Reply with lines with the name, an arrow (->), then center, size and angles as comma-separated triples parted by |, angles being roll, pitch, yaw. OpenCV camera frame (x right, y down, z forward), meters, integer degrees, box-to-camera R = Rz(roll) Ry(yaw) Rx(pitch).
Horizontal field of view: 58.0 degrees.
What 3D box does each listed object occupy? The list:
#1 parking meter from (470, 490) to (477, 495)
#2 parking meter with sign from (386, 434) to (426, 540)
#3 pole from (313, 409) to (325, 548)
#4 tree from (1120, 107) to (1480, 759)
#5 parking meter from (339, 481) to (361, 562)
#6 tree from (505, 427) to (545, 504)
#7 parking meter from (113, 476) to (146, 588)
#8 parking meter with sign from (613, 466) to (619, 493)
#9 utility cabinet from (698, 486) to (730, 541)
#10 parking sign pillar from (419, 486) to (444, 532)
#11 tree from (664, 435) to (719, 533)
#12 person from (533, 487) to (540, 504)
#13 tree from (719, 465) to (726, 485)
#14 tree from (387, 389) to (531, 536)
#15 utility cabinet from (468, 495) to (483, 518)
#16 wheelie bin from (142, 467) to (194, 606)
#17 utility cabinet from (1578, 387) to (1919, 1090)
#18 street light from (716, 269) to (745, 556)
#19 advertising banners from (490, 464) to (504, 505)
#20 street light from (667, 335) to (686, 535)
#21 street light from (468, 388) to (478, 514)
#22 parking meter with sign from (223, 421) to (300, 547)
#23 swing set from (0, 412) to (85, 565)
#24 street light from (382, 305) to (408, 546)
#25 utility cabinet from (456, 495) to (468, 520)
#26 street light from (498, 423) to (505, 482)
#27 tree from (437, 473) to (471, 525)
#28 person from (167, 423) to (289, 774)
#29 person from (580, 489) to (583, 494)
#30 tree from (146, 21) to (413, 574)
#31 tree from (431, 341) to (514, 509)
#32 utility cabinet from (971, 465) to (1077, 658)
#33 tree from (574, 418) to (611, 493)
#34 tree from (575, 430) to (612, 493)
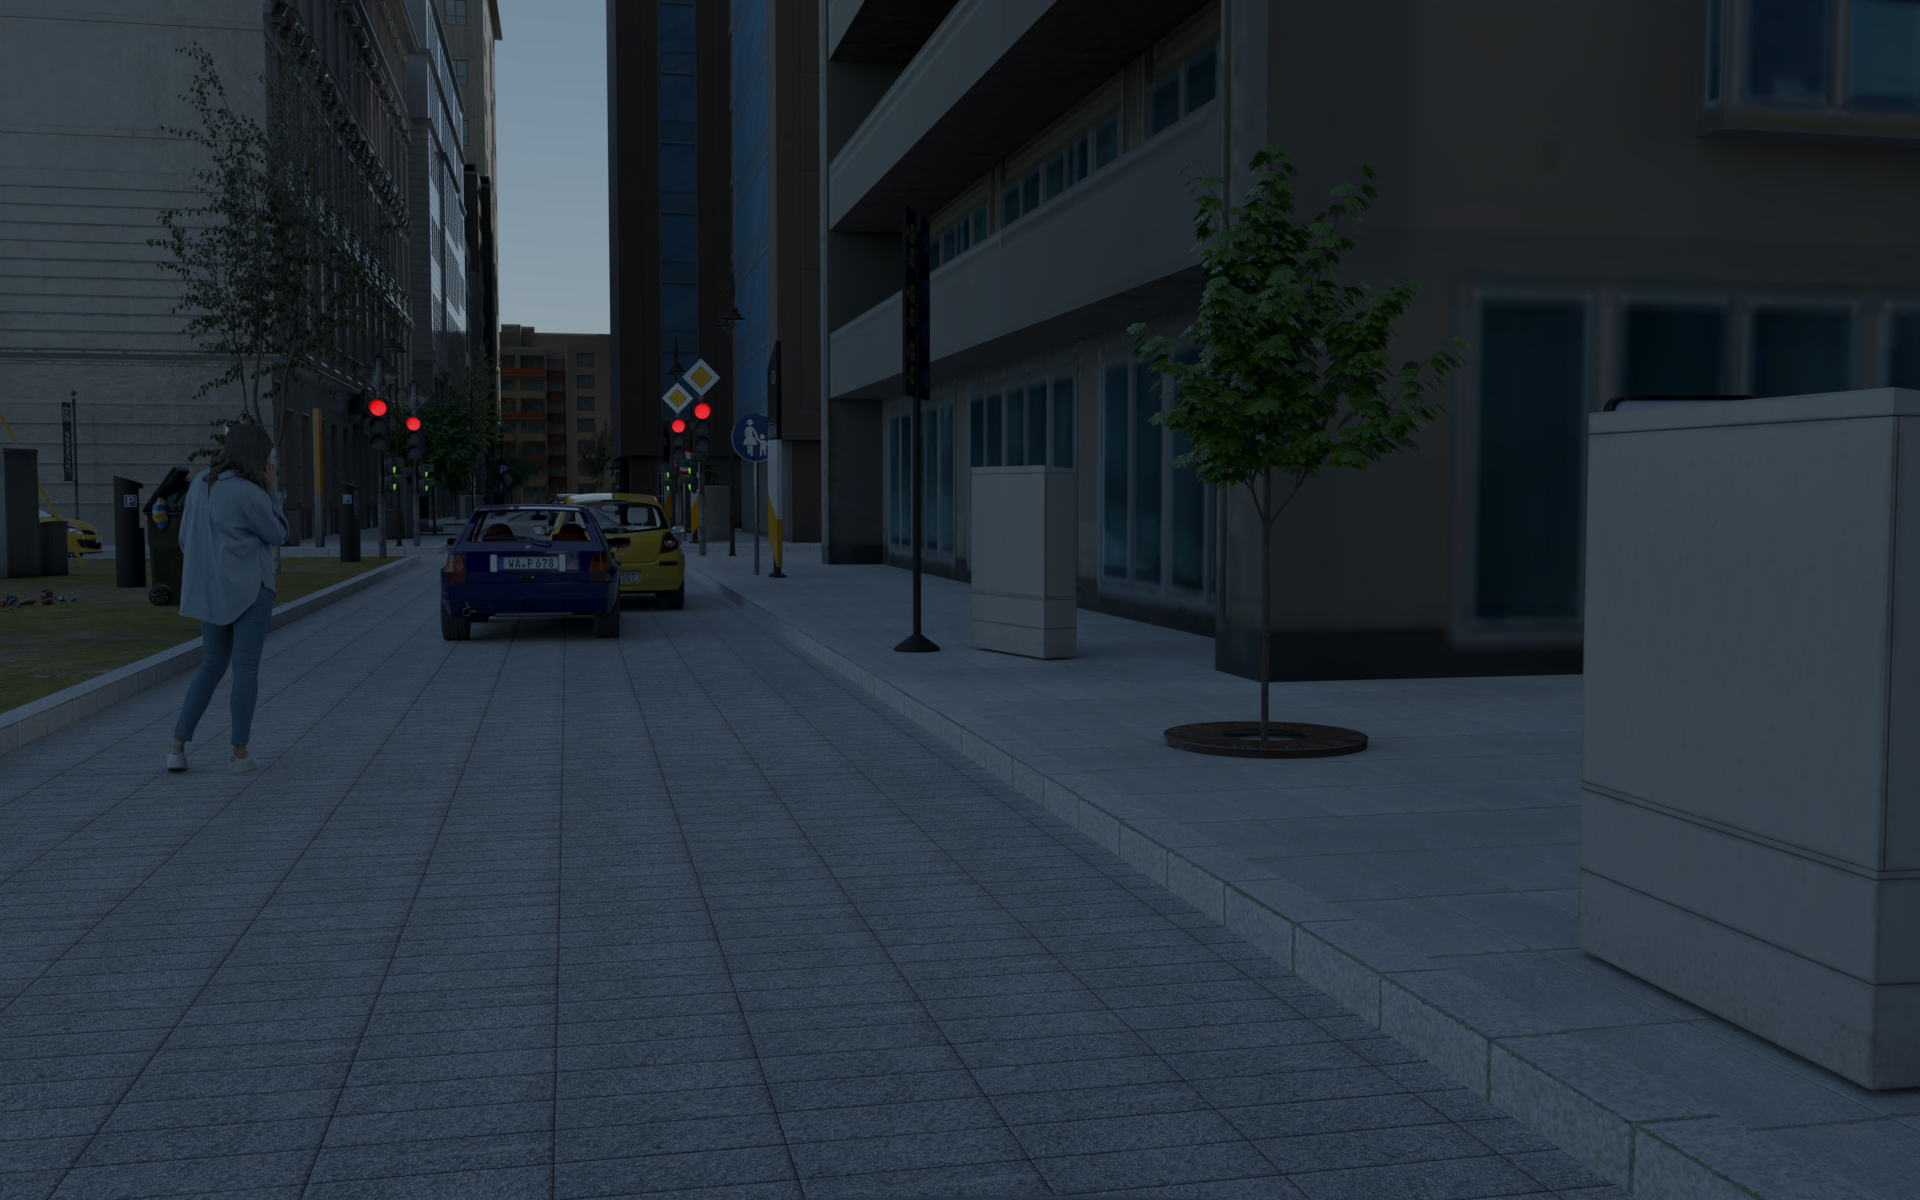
parking meter -> -27.197, -5.414, 96.936 | 0.372, 1.533, 0.369 | 0, 3, 0
parking meter with sign -> -15.901, -3.254, 49.468 | 0.543, 3.016, 1.738 | 1, 4, 11
pole -> -15.325, -2.908, 41.382 | 0.158, 3.312, 0.155 | 0, 3, 0
tree -> 1.462, -0.863, 8.714 | 1.663, 3.219, 1.824 | 0, 3, 0
parking meter -> -11.552, -1.491, 32.788 | 0.372, 1.533, 0.369 | 0, 3, 0
tree -> -48.067, -14.713, 190.912 | 4.360, 8.622, 3.978 | 0, 3, 0
parking meter -> -11.431, -0.944, 23.848 | 0.372, 1.533, 0.369 | 0, 3, 0
parking meter with sign -> -21.302, -6.816, 107.709 | 0.543, 3.016, 1.738 | -1, 4, -12
utility cabinet -> -6.657, -2.319, 46.600 | 0.318, 1.500, 1.173 | 2, 4, 30
parking sign pillar -> -18.308, -4.299, 58.769 | 1.447, 3.967, 1.447 | -1, 4, -21
tree -> -8.974, -3.825, 57.137 | 1.663, 3.219, 1.824 | 0, 3, 0
person -> -23.748, -5.428, 97.258 | 0.388, 1.821, 0.555 | 0, 4, -8
tree -> -8.876, -3.975, 59.592 | 1.663, 3.219, 1.824 | 0, 3, 0
tree -> -16.425, -4.306, 54.115 | 4.285, 4.588, 4.351 | 0, 3, 0
utility cabinet -> -25.726, -4.916, 91.531 | 1.020, 1.237, 0.306 | 1, 4, 12
wheelie bin -> -9.058, -0.750, 20.171 | 0.693, 1.594, 0.980 | -1, 4, -10
utility cabinet -> 1.976, 0.273, 4.223 | 0.318, 1.500, 1.173 | -1, 4, -10
street light -> -4.715, -3.848, 35.704 | 0.468, 5.910, 1.993 | -1, 4, -13
advertising banners -> -26.814, -6.361, 100.183 | 0.090, 3.025, 2.074 | 0, 4, 6
street light -> -8.255, -4.751, 50.468 | 0.468, 5.910, 1.993 | -1, 4, -13
street light -> -21.280, -6.286, 75.558 | 0.468, 5.910, 1.993 | -1, 4, -13
parking meter with sign -> -16.851, -2.791, 41.891 | 0.543, 3.016, 1.738 | 2, 4, 32
swing set -> -17.837, -2.073, 31.517 | 2.862, 2.851, 3.119 | -3, 4, -37
street light -> -13.799, -4.261, 42.452 | 0.468, 5.910, 1.993 | -1, 4, -13
utility cabinet -> -25.195, -4.662, 87.386 | 0.306, 1.237, 1.020 | -2, 4, -26
street light -> -28.680, -8.296, 108.421 | 0.468, 5.910, 1.993 | -1, 4, -13
tree -> -20.945, -4.697, 71.397 | 1.663, 3.219, 1.824 | 0, 3, 0
person -> -3.783, -0.008, 8.903 | 0.793, 1.790, 0.793 | -1, 4, -10
person -> -29.770, -7.813, 136.174 | 0.705, 1.831, 1.348 | -1, 4, -21
tree -> -10.980, -4.734, 27.770 | 4.360, 8.622, 3.978 | 0, 3, 0
tree -> -23.564, -8.151, 83.626 | 4.737, 8.622, 4.395 | 0, 3, 0
utility cabinet -> 0.507, -0.316, 13.838 | 0.318, 1.500, 1.173 | -2, 4, -28
tree -> -34.742, -13.240, 166.831 | 4.737, 8.622, 4.395 | 0, 3, 0
tree -> -40.345, -14.837, 192.954 | 4.360, 8.622, 3.978 | 0, 3, 0
